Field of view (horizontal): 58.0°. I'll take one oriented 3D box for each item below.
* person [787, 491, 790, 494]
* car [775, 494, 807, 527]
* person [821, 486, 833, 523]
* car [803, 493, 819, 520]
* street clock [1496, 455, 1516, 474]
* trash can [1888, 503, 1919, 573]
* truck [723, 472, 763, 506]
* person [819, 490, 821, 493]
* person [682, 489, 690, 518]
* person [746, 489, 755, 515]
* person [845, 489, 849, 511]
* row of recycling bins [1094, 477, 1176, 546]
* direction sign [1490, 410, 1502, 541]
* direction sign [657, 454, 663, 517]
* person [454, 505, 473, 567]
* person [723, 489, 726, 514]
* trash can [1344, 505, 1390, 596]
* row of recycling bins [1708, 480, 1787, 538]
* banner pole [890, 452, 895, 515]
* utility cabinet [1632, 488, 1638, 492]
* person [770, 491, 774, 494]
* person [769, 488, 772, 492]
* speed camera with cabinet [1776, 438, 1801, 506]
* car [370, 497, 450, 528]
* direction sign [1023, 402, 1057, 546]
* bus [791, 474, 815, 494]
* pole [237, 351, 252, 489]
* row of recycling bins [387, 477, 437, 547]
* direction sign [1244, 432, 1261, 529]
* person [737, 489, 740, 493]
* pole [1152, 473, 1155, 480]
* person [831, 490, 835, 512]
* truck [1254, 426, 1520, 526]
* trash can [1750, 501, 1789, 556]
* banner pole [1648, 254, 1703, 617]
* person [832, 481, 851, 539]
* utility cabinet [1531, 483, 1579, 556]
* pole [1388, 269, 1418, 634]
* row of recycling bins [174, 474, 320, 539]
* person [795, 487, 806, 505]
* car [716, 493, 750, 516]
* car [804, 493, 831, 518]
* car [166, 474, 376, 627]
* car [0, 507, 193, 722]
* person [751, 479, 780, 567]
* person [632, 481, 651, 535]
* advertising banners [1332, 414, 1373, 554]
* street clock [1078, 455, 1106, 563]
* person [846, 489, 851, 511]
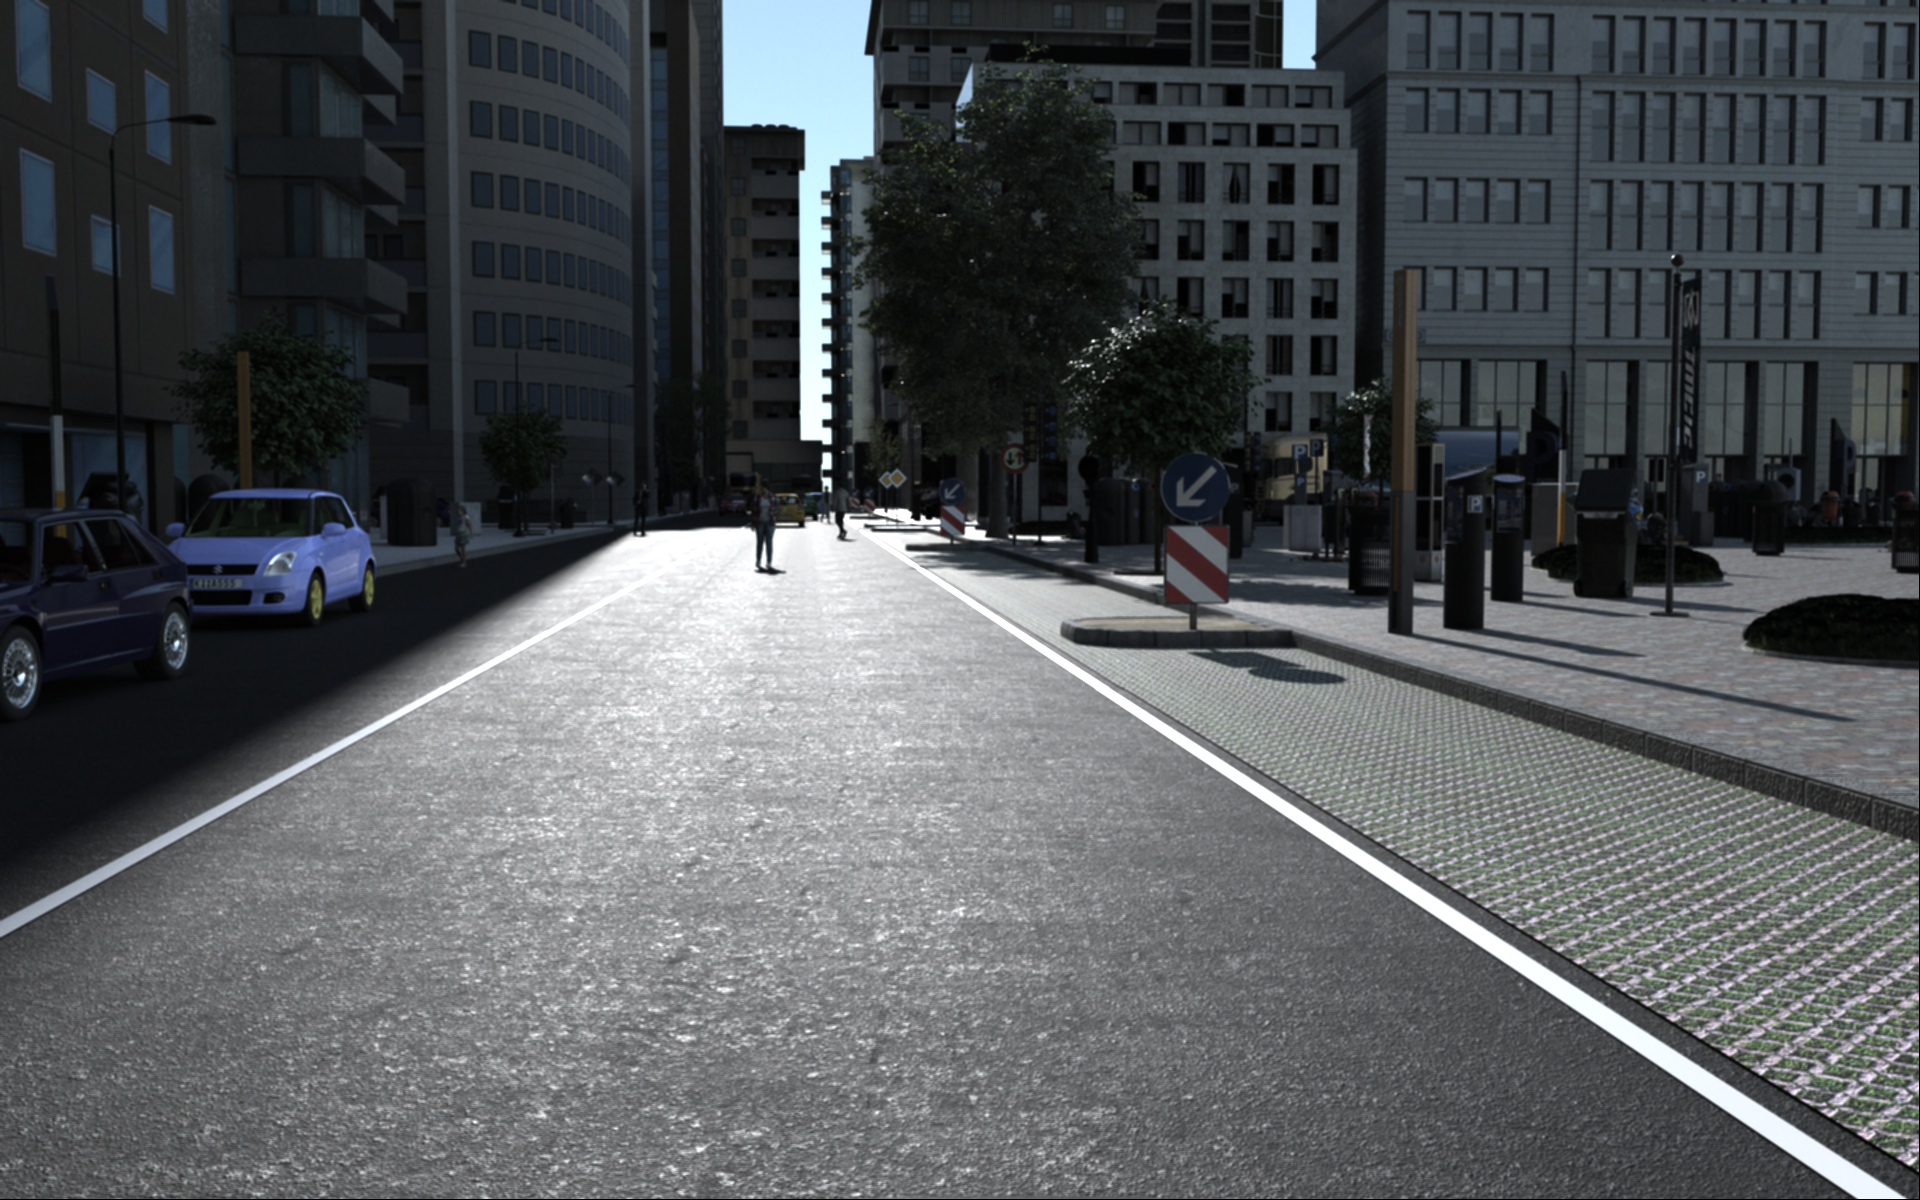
[{"bbox_3d":[-17.800,-10.366,178.509,0.721,1.766,1.217,-2,4,-27],"label":"person"},{"bbox_3d":[-7.762,-4.065,76.694,2.015,1.641,3.980,0,4,-6],"label":"car"},{"bbox_3d":[-6.597,-4.704,85.297,0.514,1.842,0.818,-2,4,-31],"label":"person"},{"bbox_3d":[-8.736,-5.295,95.372,1.959,1.807,4.718,0,4,-5],"label":"car"},{"bbox_3d":[10.020,-1.667,31.828,0.358,2.002,0.471,0,4,0],"label":"street clock"},{"bbox_3d":[15.513,-1.011,28.186,0.748,1.137,0.748,0,3,0],"label":"trash can"},{"bbox_3d":[-19.270,-9.765,155.583,3.469,3.379,9.791,0,4,-4],"label":"truck"},{"bbox_3d":[-15.710,-11.387,194.545,0.709,1.838,0.599,1,4,10],"label":"person"},{"bbox_3d":[-16.099,-5.677,101.895,0.480,1.755,0.524,-2,4,-29],"label":"person"},{"bbox_3d":[-14.448,-6.808,120.158,0.721,1.781,0.623,0,4,7],"label":"person"},{"bbox_3d":[-9.089,-7.884,137.505,0.767,1.812,0.694,-1,4,-10],"label":"person"},{"bbox_3d":[4.413,-2.272,44.263,1.069,1.692,3.534,2,4,35],"label":"row of recycling bins"},{"bbox_3d":[14.618,-3.368,47.057,0.379,3.537,0.876,1,4,11],"label":"direction sign"},{"bbox_3d":[-16.981,-6.481,97.965,0.379,3.537,0.876,0,4,-1],"label":"direction sign"},{"bbox_3d":[-9.730,-1.259,34.100,0.505,1.210,0.382,2,4,33],"label":"person"},{"bbox_3d":[-16.684,-6.912,122.081,0.524,1.755,0.480,0,4,-2],"label":"person"},{"bbox_3d":[5.250,-0.633,22.003,0.748,1.137,0.748,0,3,0],"label":"trash can"},{"bbox_3d":[23.133,-2.690,51.100,1.069,1.692,3.534,0,4,-8],"label":"row of recycling bins"},{"bbox_3d":[-4.041,-6.946,103.580,0.401,3.779,0.863,1,4,15],"label":"banner pole"},{"bbox_3d":[24.869,-3.459,65.230,1.173,1.500,0.318,3,5,44],"label":"utility cabinet"},{"bbox_3d":[-10.540,-5.326,97.398,0.330,1.601,0.589,0,4,0],"label":"person"},{"bbox_3d":[-12.082,-6.217,110.023,0.818,1.842,0.514,-1,4,-18],"label":"person"},{"bbox_3d":[28.707,-4.111,61.554,2.038,3.252,0.660,3,5,41],"label":"speed camera with cabinet"},{"bbox_3d":[-22.271,-3.490,69.640,3.894,1.354,1.945,0,4,-7],"label":"car"},{"bbox_3d":[1.972,-3.102,42.719,0.876,3.537,0.379,-1,4,-20],"label":"direction sign"},{"bbox_3d":[-19.137,-13.386,210.404,2.896,3.916,12.252,0,4,-4],"label":"bus"},{"bbox_3d":[-10.263,-1.898,24.884,0.158,3.312,0.155,0,3,0],"label":"pole"},{"bbox_3d":[-13.916,-2.241,43.750,1.069,1.692,3.534,-2,4,-24],"label":"row of recycling bins"},{"bbox_3d":[10.623,-4.344,63.021,0.876,3.537,0.379,-3,5,-40],"label":"direction sign"},{"bbox_3d":[-17.332,-7.750,135.308,0.391,1.810,0.635,-1,4,-19],"label":"person"},{"bbox_3d":[8.522,-5.027,76.028,0.158,3.312,0.155,0,3,0],"label":"pole"},{"bbox_3d":[-10.168,-7.948,138.722,0.678,1.792,0.850,-2,4,-33],"label":"person"},{"bbox_3d":[17.393,-5.099,72.289,11.283,4.237,2.839,0,4,-4],"label":"truck"},{"bbox_3d":[16.876,-1.498,36.138,0.748,1.137,0.748,0,3,0],"label":"trash can"},{"bbox_3d":[7.486,-1.709,17.955,0.401,3.779,0.863,0,4,1],"label":"banner pole"},{"bbox_3d":[-3.784,-2.893,55.641,0.661,1.843,0.795,-3,5,-39],"label":"person"},{"bbox_3d":[11.949,-1.585,34.598,0.318,1.500,1.173,-2,4,-26],"label":"utility cabinet"},{"bbox_3d":[4.061,-1.347,15.872,0.158,3.312,0.155,0,3,0],"label":"pole"},{"bbox_3d":[-15.104,-1.769,36.039,3.534,1.692,1.069,0,4,-5],"label":"row of recycling bins"},{"bbox_3d":[-8.198,-4.898,88.765,0.592,1.802,0.473,3,4,36],"label":"person"},{"bbox_3d":[-14.926,-6.413,113.896,2.155,1.783,4.494,0,4,-7],"label":"car"},{"bbox_3d":[-8.816,-5.892,105.920,1.945,1.707,3.694,0,4,-5],"label":"car"},{"bbox_3d":[-7.893,-0.621,19.743,1.945,1.707,3.694,0,4,-6],"label":"car"},{"bbox_3d":[-6.848,0.031,12.072,1.945,1.354,3.894,0,4,-3],"label":"car"},{"bbox_3d":[-3.810,-1.505,33.948,0.563,1.720,0.643,0,4,0],"label":"person"},{"bbox_3d":[-11.301,-3.281,61.502,0.648,1.900,0.474,-1,4,-16],"label":"person"},{"bbox_3d":[8.513,-2.521,37.412,0.090,3.025,2.074,2,4,35],"label":"advertising banners"},{"bbox_3d":[2.449,-1.690,32.199,0.471,2.002,0.358,3,4,37],"label":"street clock"},{"bbox_3d":[-8.355,-7.327,128.577,0.850,1.792,0.678,-2,4,-34],"label":"person"}]
